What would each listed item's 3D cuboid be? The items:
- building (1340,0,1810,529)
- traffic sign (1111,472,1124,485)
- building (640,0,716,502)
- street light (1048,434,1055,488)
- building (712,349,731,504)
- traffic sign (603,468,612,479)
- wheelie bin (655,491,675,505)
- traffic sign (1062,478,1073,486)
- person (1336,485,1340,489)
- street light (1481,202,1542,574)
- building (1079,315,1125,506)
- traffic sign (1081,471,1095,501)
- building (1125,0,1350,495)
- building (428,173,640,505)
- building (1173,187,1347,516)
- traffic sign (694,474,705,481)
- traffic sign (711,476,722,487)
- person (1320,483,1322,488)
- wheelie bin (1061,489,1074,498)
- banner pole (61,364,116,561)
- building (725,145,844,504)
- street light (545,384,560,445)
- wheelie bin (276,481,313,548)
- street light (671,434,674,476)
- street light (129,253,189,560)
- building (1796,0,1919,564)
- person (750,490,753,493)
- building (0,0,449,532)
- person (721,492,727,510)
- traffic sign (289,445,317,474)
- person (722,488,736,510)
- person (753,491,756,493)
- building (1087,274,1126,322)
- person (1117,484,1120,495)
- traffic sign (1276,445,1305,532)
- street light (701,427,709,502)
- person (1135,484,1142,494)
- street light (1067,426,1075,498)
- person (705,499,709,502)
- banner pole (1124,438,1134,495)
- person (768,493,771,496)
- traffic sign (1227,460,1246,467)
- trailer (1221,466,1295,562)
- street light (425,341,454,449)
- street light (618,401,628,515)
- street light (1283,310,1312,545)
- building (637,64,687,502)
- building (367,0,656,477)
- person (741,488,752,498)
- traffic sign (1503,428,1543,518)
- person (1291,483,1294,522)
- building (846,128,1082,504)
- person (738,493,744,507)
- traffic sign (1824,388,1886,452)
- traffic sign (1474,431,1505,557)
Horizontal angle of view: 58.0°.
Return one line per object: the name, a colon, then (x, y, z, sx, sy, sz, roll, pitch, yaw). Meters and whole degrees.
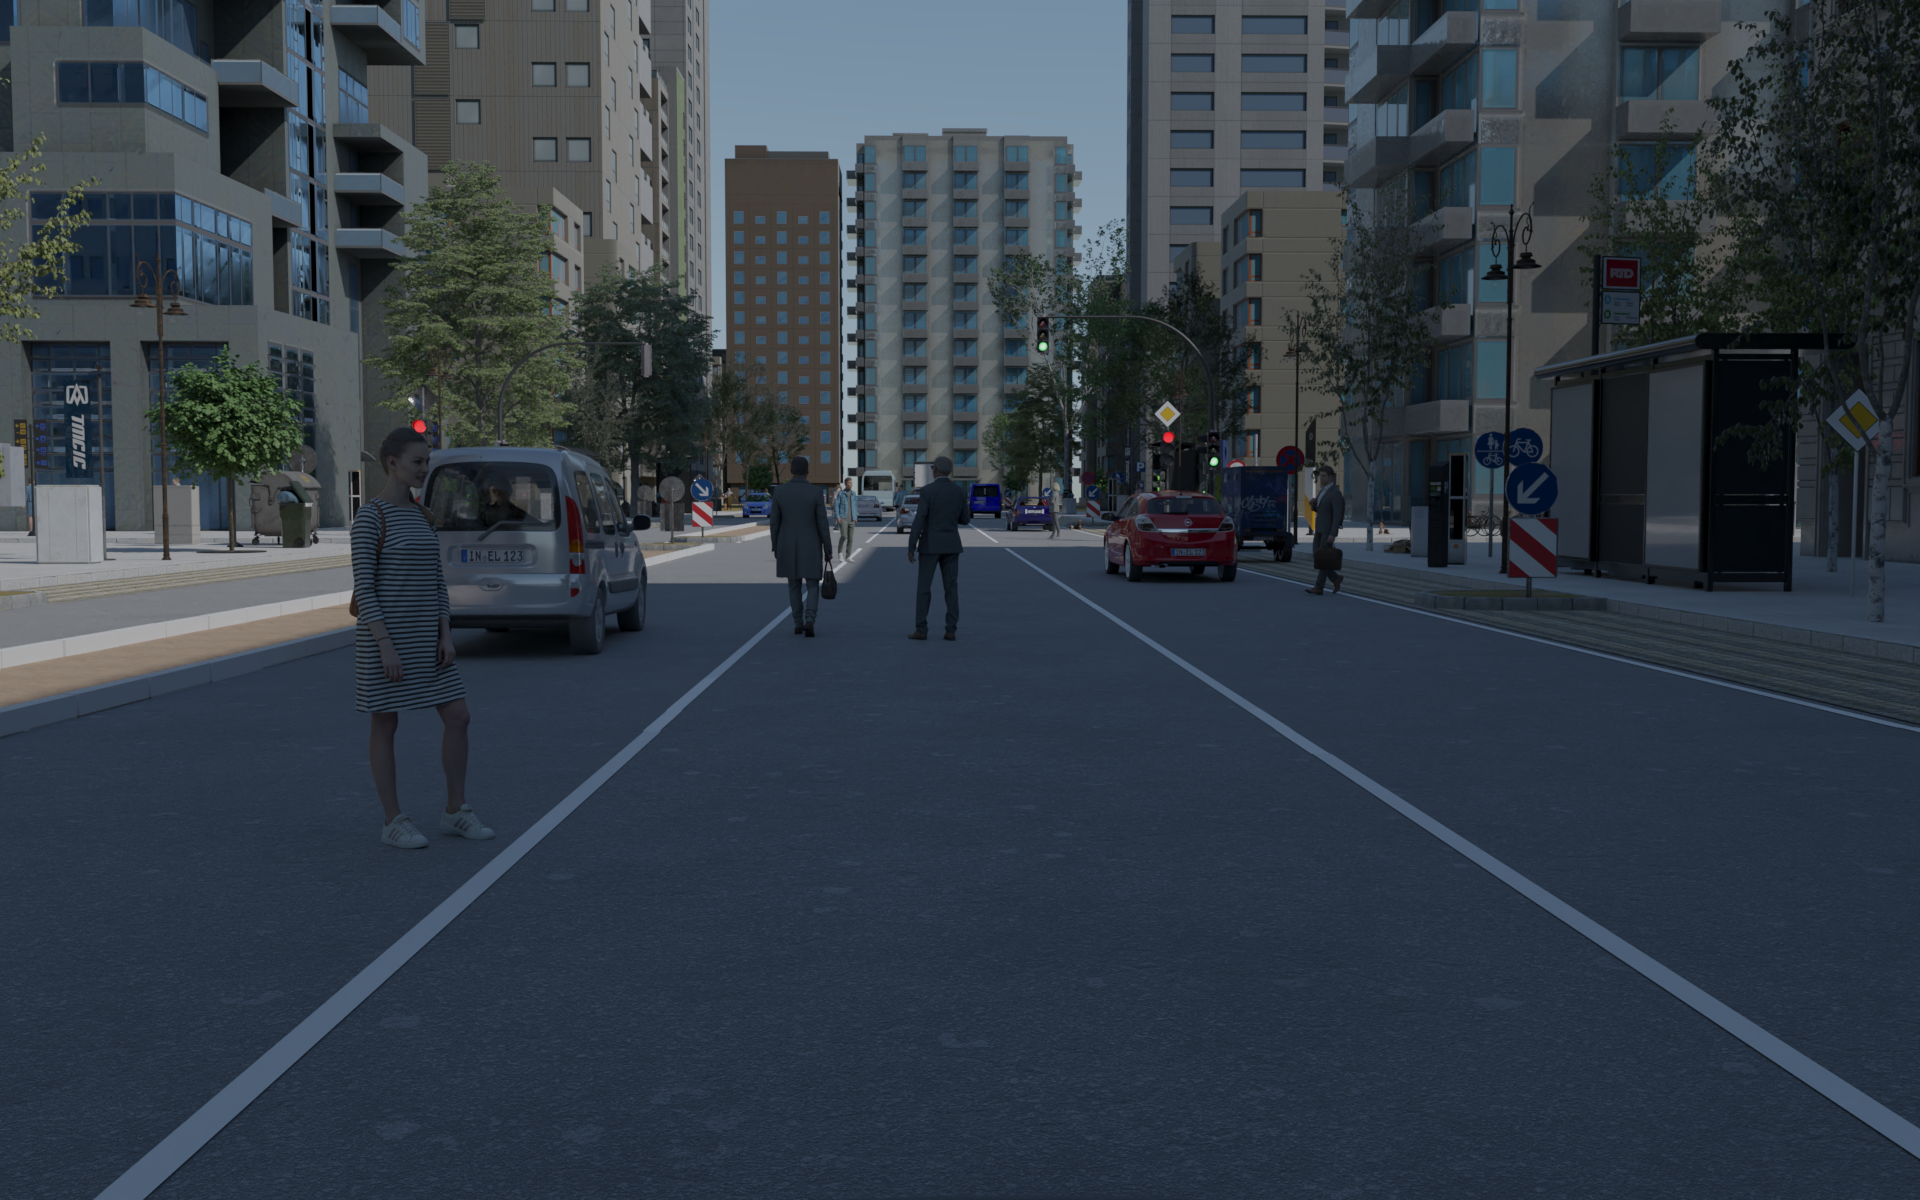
building: (31.240, -27.647, 71.636, 30.456, 49.044, 23.786, 0, 4, -1)
traffic sign: (8.942, -5.999, 98.196, 0.768, 2.556, 0.104, 0, 4, 2)
building: (-37.688, -45.562, 183.187, 20.611, 71.187, 20.563, 0, 4, -1)
street light: (6.666, -9.438, 127.102, 0.468, 5.910, 1.993, 0, 4, -1)
building: (-44.871, -23.624, 231.287, 28.899, 21.520, 27.650, 0, 4, -1)
traffic sign: (-17.190, -5.109, 83.630, 0.768, 2.556, 0.104, 0, 4, 1)
wheelie bin: (-17.021, -5.582, 99.179, 0.693, 1.594, 0.980, 2, 4, 25)
traffic sign: (7.847, -7.734, 126.557, 0.768, 2.556, 0.104, 0, 4, -1)
person: (19.531, -5.069, 89.471, 0.362, 1.759, 0.519, 0, 4, -7)
street light: (8.789, -3.363, 27.766, 0.468, 5.910, 1.993, 0, 4, -1)
building: (27.617, -20.599, 181.826, 27.650, 21.520, 28.899, 0, 4, -1)
traffic sign: (7.190, -5.939, 97.212, 0.768, 2.556, 0.104, 0, 4, 6)
building: (25.189, -37.317, 152.137, 21.231, 58.520, 28.212, 0, 4, -1)
building: (-36.977, -16.320, 111.871, 27.650, 21.520, 28.899, 0, 4, -1)
building: (29.822, -16.431, 113.685, 27.650, 21.520, 28.899, 0, 4, -1)
traffic sign: (-16.756, -6.825, 111.328, 0.795, 2.593, 0.064, 0, 4, 0)
traffic sign: (-16.934, -7.356, 120.373, 0.768, 2.556, 0.104, 0, 4, 5)
person: (15.422, -4.119, 73.738, 0.694, 1.780, 0.624, -1, 4, -12)
wheelie bin: (7.194, -6.580, 115.496, 0.980, 1.594, 0.693, 2, 4, 33)
banner pole: (-16.773, -2.649, 33.332, 0.863, 3.779, 0.401, -1, 4, -19)
building: (-22.561, -35.187, 225.418, 14.200, 45.320, 14.600, 0, 4, -1)
street light: (-16.146, -5.850, 68.431, 0.468, 5.910, 1.993, 0, 4, -1)
wheelie bin: (-15.845, -2.039, 41.248, 0.693, 1.594, 0.980, 0, 4, -3)
street light: (-16.792, -7.831, 100.823, 0.468, 5.910, 1.993, 0, 4, -1)
street light: (-15.391, -3.708, 33.420, 0.468, 5.910, 1.993, 0, 4, -1)
building: (22.677, -11.600, 25.818, 11.583, 22.565, 21.152, 0, 4, -1)
person: (-23.458, -11.538, 194.565, 0.709, 1.838, 0.599, 1, 4, 10)
building: (-35.410, -46.444, 72.033, 22.319, 86.520, 31.000, 0, 4, -1)
person: (-19.474, -8.163, 142.688, 0.628, 1.438, 0.799, 0, 4, 6)
traffic sign: (-16.983, -2.731, 44.750, 0.768, 2.556, 0.104, 0, 4, 6)
person: (-18.497, -8.058, 138.517, 1.217, 1.736, 0.721, 0, 4, 5)
person: (-19.963, -9.966, 169.008, 0.705, 1.821, 1.348, 0, 4, 6)
building: (24.176, -27.778, 225.866, 14.107, 30.474, 14.160, 0, 4, -1)
person: (8.577, -5.462, 95.260, 0.836, 1.842, 0.656, 0, 4, 4)
traffic sign: (8.654, -2.775, 45.471, 0.768, 2.556, 0.104, 0, 4, -1)
street light: (-17.185, -8.832, 117.195, 0.468, 5.910, 1.993, 0, 4, -1)
person: (9.286, -5.186, 90.848, 0.555, 1.821, 0.388, 3, 5, 44)
street light: (7.044, -8.462, 111.134, 0.468, 5.910, 1.993, 0, 4, -1)
person: (-21.620, -8.678, 147.884, 1.348, 1.831, 0.705, 1, 4, 20)
banner pole: (7.616, -5.368, 77.776, 0.401, 3.779, 0.863, -2, 4, -31)
person: (-22.880, -12.098, 203.922, 1.350, 1.814, 0.705, 0, 4, -7)
traffic sign: (10.215, -3.906, 63.972, 0.768, 2.556, 0.104, 0, 4, 6)
trailer: (6.195, -1.844, 37.197, 1.471, 1.999, 3.904, 0, 4, 0)
street light: (-15.737, -4.873, 52.464, 0.468, 5.910, 1.993, 0, 4, -1)
street light: (-16.422, -6.837, 84.571, 0.468, 5.910, 1.993, 0, 4, -1)
street light: (8.504, -4.339, 43.735, 0.468, 5.910, 1.993, 0, 4, -1)
building: (-33.369, -29.178, 160.653, 14.154, 41.232, 14.086, 0, 4, -1)
building: (-39.857, -33.650, 139.408, 28.713, 52.752, 27.495, 0, 4, -1)
person: (-18.905, -9.089, 154.663, 1.348, 1.821, 0.705, -1, 4, -20)
traffic sign: (10.813, -2.034, 33.360, 0.768, 2.556, 0.104, 0, 4, 3)
person: (15.224, -4.506, 79.917, 0.583, 1.804, 0.606, -2, 4, -28)
building: (0.467, -37.299, 229.440, 30.456, 49.044, 23.786, 0, 4, -1)
person: (-22.314, -10.278, 177.280, 0.628, 1.438, 0.799, 3, 5, 39)
traffic sign: (11.154, -1.332, 21.517, 0.795, 2.593, 0.064, 0, 4, 7)
traffic sign: (10.801, -2.146, 35.190, 0.768, 2.556, 0.104, 0, 4, 1)
